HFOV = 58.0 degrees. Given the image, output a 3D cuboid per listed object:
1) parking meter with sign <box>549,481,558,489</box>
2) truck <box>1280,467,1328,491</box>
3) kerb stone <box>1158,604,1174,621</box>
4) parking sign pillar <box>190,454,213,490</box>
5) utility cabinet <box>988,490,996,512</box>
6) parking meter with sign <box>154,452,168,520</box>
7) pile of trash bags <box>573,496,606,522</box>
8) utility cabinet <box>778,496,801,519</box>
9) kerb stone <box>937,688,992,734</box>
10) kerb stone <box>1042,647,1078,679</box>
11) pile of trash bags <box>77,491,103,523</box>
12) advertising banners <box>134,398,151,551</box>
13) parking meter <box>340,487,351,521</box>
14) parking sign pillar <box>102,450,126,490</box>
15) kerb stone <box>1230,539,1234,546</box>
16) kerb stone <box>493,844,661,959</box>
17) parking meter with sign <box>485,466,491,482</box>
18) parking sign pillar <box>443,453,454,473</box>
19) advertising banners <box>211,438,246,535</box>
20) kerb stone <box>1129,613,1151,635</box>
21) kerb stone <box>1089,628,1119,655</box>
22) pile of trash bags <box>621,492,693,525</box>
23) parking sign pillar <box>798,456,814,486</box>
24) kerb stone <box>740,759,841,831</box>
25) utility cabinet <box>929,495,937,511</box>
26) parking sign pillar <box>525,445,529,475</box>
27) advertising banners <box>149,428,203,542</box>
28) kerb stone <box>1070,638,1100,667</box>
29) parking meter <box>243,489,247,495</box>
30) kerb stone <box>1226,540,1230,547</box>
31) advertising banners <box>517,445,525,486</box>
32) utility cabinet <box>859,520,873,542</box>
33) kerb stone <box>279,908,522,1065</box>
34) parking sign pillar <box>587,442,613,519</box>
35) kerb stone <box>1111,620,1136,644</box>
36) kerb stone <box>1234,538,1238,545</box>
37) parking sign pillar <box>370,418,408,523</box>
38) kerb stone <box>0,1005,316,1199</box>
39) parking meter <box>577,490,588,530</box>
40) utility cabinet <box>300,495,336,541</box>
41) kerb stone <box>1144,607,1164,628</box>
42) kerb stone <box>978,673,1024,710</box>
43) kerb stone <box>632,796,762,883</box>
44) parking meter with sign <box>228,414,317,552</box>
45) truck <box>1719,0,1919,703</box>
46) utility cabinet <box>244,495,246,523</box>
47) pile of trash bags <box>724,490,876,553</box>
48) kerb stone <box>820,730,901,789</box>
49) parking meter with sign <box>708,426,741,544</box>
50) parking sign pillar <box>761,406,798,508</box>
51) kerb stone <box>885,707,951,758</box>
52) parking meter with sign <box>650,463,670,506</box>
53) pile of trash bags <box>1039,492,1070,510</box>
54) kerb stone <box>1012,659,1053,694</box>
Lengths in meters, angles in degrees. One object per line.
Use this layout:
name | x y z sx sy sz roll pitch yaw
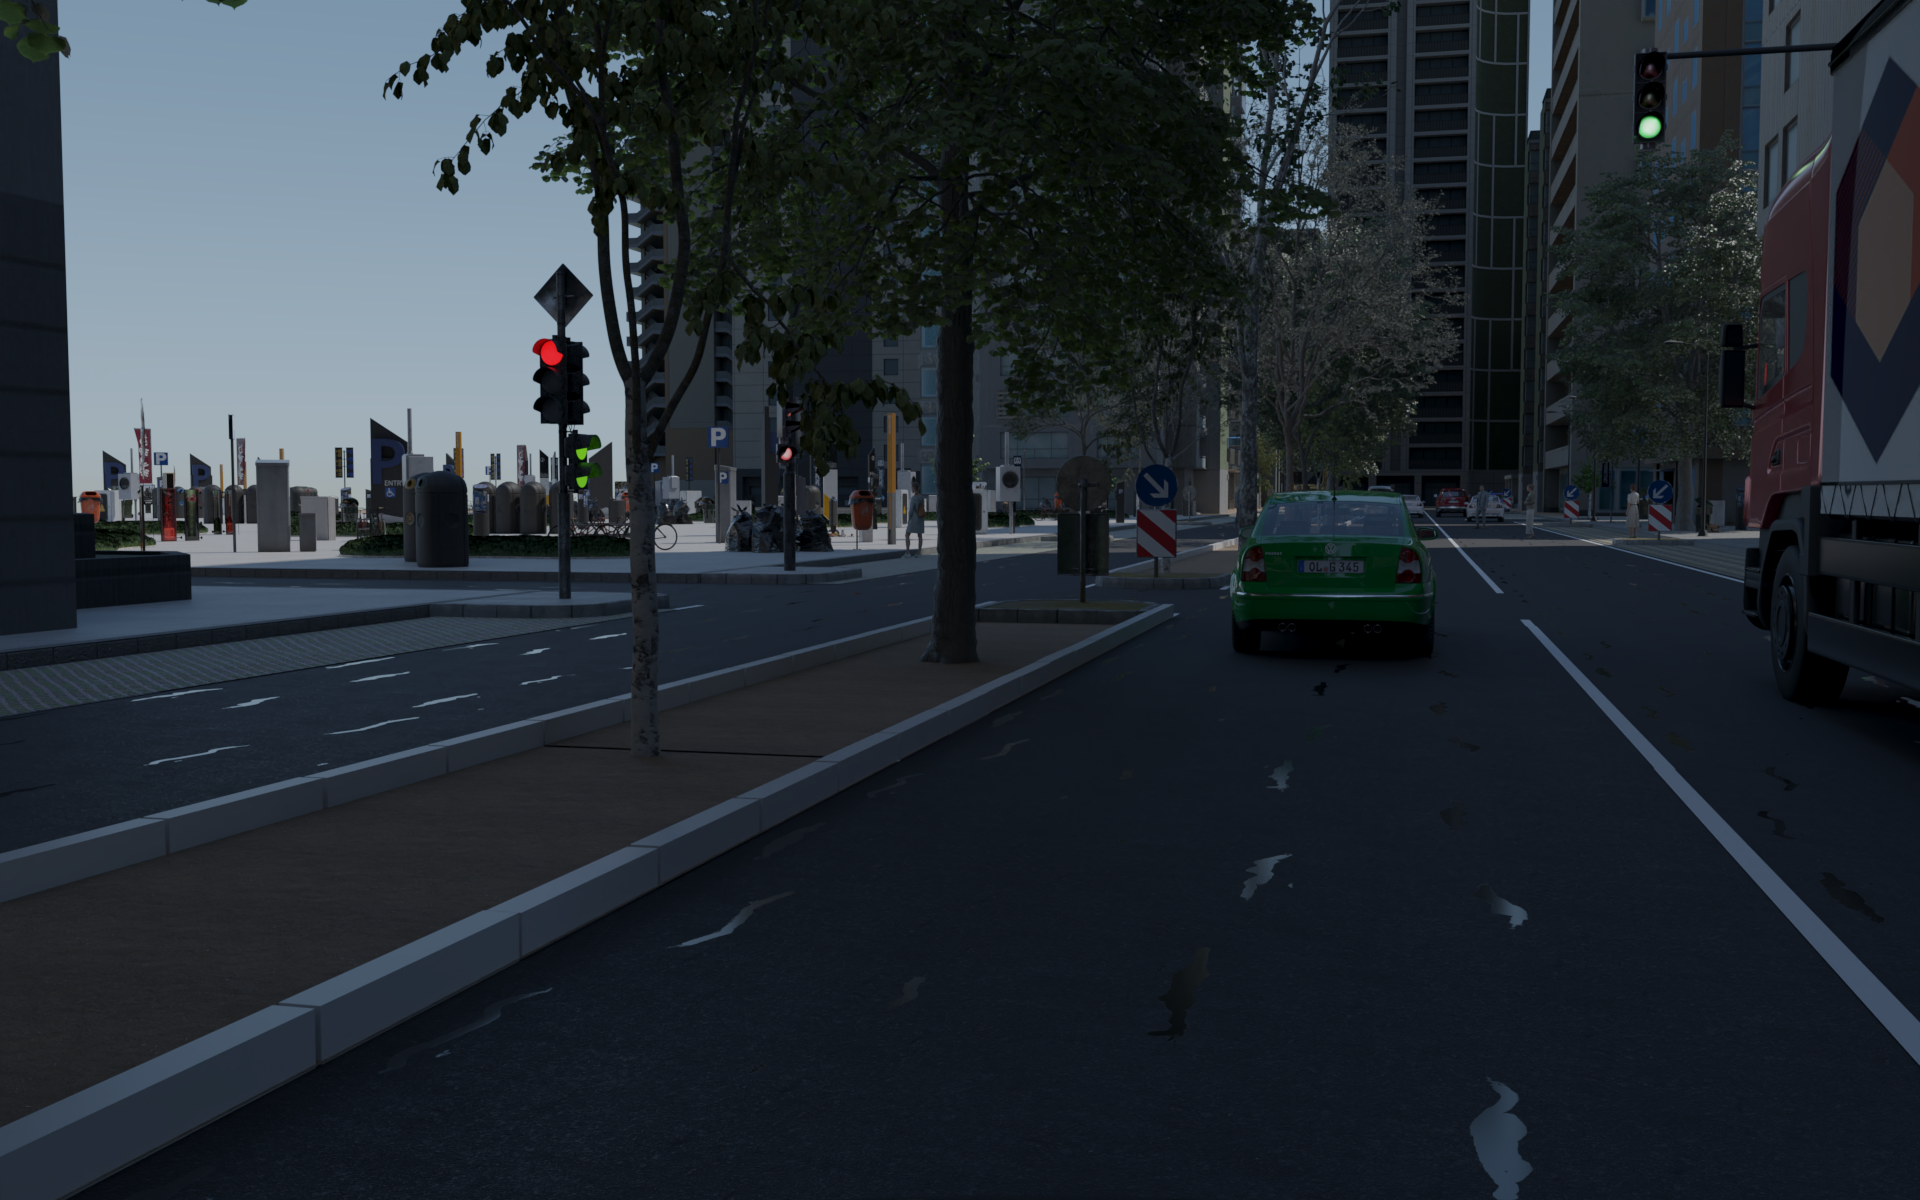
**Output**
parking meter with sign | -22.949 -6.229 98.101 1.738 3.016 0.543 2 4 30
truck | 24.127 -7.602 120.211 3.469 3.379 9.791 1 4 13
kerb stone | 2.308 0.153 19.715 0.120 0.150 1.000 1 4 14
parking sign pillar | -50.324 -7.733 114.912 1.447 3.967 1.447 -3 4 -38
utility cabinet | 1.783 -5.373 96.532 0.318 1.500 1.173 0 4 -7
parking meter with sign | -32.911 -4.597 71.423 0.543 3.016 1.738 -2 4 -25
pile of trash bags | -16.838 -4.311 80.238 3.447 1.369 1.912 -1 4 -9
utility cabinet | -5.806 -2.853 57.801 1.020 1.237 0.306 1 4 20
kerb stone | 0.006 0.697 10.792 0.120 0.150 1.000 1 4 14
kerb stone | 0.766 0.516 13.766 0.120 0.150 1.000 1 4 14
pile of trash bags | -26.234 -2.409 49.146 3.447 1.369 1.912 -2 4 -34
advertising banners | -15.362 -2.222 32.515 0.090 3.025 2.074 -2 4 -27
parking meter | -22.266 -3.328 62.830 0.372 1.533 0.369 0 3 0
parking sign pillar | -52.004 -7.227 106.629 1.447 3.967 1.447 -2 4 -33
kerb stone | 7.346 -1.552 47.578 0.120 0.150 1.000 1 4 14
kerb stone | -1.282 1.006 5.832 0.120 0.150 1.000 1 4 14
parking meter with sign | -29.788 -6.909 109.231 0.543 3.016 1.738 -2 4 -26
parking sign pillar | -33.297 -7.646 113.489 1.447 3.967 1.447 2 4 35
advertising banners | -23.021 -3.568 54.526 2.074 3.025 0.090 3 4 38
kerb stone | 1.794 0.273 17.731 0.120 0.150 1.000 1 4 14
kerb stone | 1.283 0.395 15.744 0.120 0.150 1.000 1 4 14
pile of trash bags | -12.833 -3.930 74.004 1.912 1.369 3.447 -2 4 -34
parking sign pillar | -9.443 -7.276 107.430 1.447 3.967 1.447 -1 4 -10
kerb stone | -0.767 0.882 7.819 0.120 0.150 1.000 1 4 14
utility cabinet | -1.138 -4.920 91.598 1.020 1.237 0.306 0 4 -1
parking sign pillar | -23.932 -6.518 95.039 1.447 3.967 1.447 -1 4 -18
advertising banners | -21.357 -3.091 46.729 0.090 3.025 2.074 2 4 26
kerb stone | 1.026 0.459 14.755 0.120 0.150 1.000 1 4 14
parking meter | -33.928 -4.498 81.958 0.372 1.533 0.369 0 3 0
kerb stone | 7.091 -1.492 46.583 0.120 0.150 1.000 1 4 14
advertising banners | -16.129 -4.021 61.933 2.074 3.025 0.090 3 5 41
utility cabinet | -2.532 -2.153 46.365 0.306 1.237 1.020 -1 4 -9
kerb stone | -1.535 1.061 4.841 0.120 0.150 1.000 1 4 14
parking sign pillar | -18.541 -6.154 89.097 1.447 3.967 1.447 -3 5 -39
kerb stone | 1.536 0.334 16.739 0.120 0.150 1.000 1 4 14
kerb stone | 7.604 -1.613 48.568 0.120 0.150 1.000 1 4 14
parking sign pillar | -20.101 -4.442 61.095 1.447 3.967 1.447 -1 4 -14
kerb stone | -1.791 1.122 3.852 0.120 0.150 1.000 1 4 14
parking meter | -13.624 -3.312 62.560 0.372 1.533 0.369 0 3 0
utility cabinet | -17.793 -2.255 48.037 1.020 1.237 0.306 2 4 26
kerb stone | 2.047 0.212 18.721 0.120 0.150 1.000 1 4 14
kerb stone | 0.254 0.638 11.784 0.120 0.150 1.000 1 4 14
kerb stone | -1.028 0.943 6.828 0.120 0.150 1.000 1 4 14
parking meter with sign | -15.172 -2.570 38.277 1.738 3.016 0.543 -1 4 -18
truck | 6.042 -1.190 8.366 2.839 4.237 11.283 1 4 14
utility cabinet | -31.821 -4.035 77.141 0.306 1.237 1.020 3 5 42
pile of trash bags | -3.485 -1.794 39.090 3.447 1.369 1.912 -2 4 -30
kerb stone | -0.511 0.819 8.814 0.120 0.150 1.000 1 4 14
parking meter with sign | -6.135 -3.014 45.547 0.543 3.016 1.738 0 4 6
parking sign pillar | -5.921 -4.001 53.888 1.447 3.967 1.447 -1 4 -11
kerb stone | -0.254 0.758 9.803 0.120 0.150 1.000 1 4 14
parking meter with sign | -16.641 -6.119 96.311 0.543 3.016 1.738 -2 4 -35
pile of trash bags | 5.283 -5.225 95.189 1.912 1.369 3.447 0 4 -2
kerb stone | 0.511 0.580 12.776 0.120 0.150 1.000 1 4 14
